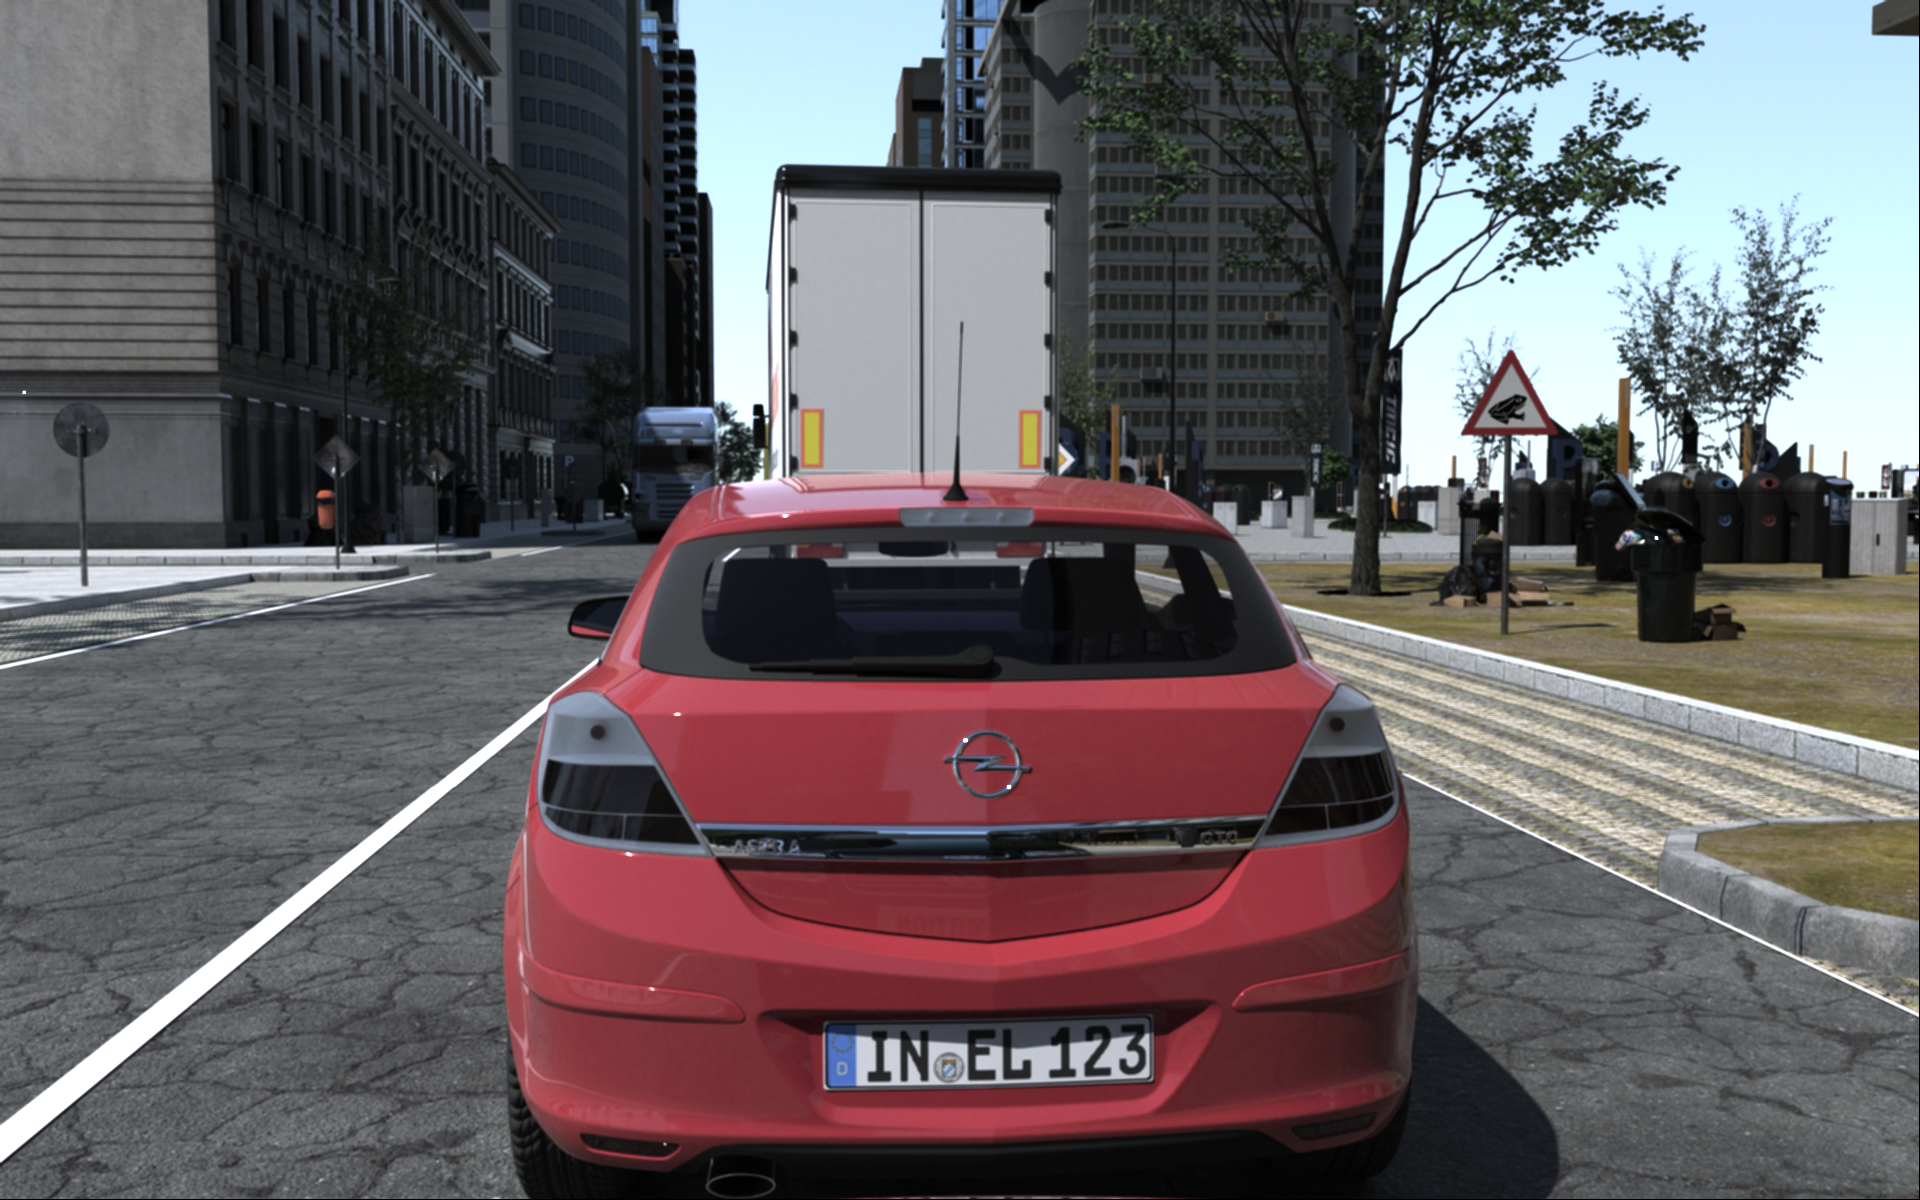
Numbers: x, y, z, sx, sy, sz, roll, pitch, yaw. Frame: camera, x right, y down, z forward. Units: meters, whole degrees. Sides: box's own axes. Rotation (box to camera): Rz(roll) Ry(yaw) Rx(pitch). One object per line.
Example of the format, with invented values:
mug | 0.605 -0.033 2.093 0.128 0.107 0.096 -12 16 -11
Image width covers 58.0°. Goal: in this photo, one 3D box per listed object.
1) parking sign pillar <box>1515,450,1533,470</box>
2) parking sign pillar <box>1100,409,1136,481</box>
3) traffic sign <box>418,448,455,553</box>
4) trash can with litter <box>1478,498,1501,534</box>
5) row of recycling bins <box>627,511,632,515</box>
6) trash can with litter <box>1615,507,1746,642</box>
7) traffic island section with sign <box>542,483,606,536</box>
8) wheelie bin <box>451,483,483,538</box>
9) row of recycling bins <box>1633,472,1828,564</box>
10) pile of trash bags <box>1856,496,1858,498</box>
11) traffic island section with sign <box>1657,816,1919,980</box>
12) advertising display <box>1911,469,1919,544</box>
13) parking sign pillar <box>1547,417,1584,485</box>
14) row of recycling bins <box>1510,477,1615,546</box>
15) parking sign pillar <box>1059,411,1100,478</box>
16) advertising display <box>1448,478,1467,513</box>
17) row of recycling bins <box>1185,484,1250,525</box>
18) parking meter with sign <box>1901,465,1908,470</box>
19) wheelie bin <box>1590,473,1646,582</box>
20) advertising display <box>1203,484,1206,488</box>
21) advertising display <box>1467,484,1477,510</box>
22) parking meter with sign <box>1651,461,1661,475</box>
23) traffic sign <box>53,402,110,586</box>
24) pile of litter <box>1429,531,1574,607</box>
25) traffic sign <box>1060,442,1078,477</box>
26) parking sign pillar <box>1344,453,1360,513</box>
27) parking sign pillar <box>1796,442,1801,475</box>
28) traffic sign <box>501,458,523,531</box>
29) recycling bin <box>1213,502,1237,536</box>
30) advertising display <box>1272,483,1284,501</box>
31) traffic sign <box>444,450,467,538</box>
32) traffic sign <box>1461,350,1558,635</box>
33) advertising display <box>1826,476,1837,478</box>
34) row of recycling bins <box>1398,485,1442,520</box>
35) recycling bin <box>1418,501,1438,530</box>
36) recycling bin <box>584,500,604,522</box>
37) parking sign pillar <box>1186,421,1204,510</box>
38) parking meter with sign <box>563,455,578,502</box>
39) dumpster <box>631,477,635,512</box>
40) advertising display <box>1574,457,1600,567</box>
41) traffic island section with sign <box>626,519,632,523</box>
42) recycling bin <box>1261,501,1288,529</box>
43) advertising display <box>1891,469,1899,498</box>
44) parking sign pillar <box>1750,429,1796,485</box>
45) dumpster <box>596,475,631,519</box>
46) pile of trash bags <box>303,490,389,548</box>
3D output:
parking sign pillar | 34.324 -7.158 105.511 1.447 3.967 1.447 -1 4 -13
parking sign pillar | 4.965 -4.047 54.644 1.447 3.967 1.447 -3 4 -36
traffic sign | -11.311 -2.067 37.434 0.795 2.450 0.064 0 4 -5
trash can with litter | 16.846 -2.681 55.225 0.624 1.170 1.055 2 4 25
row of recycling bins | -20.293 -6.215 108.728 1.069 1.692 3.534 -1 4 -16
trash can with litter | 6.352 -0.235 15.225 1.055 1.170 0.624 -2 4 -25
traffic island section with sign | -13.323 -3.134 59.868 1.989 1.847 2.006 0 4 -5
wheelie bin | -14.572 -2.656 51.335 0.693 1.594 0.980 3 5 41
row of recycling bins | 14.394 -1.529 32.115 3.534 1.692 1.069 0 4 -6
pile of trash bags | 34.219 -3.404 65.416 3.447 1.369 1.912 0 4 -5
traffic island section with sign | 3.532 0.171 5.832 1.989 1.847 2.006 0 4 -5
advertising display | 24.479 -2.374 44.025 0.974 1.923 0.123 2 4 33
parking sign pillar | 21.337 -4.432 60.933 1.447 3.967 1.447 -1 4 -14
row of recycling bins | 15.299 -2.226 43.509 3.534 1.692 1.069 -1 4 -19
parking sign pillar | 2.974 -3.782 50.307 1.447 3.967 1.447 3 4 37
advertising display | 19.949 -3.942 69.663 0.974 1.923 0.123 -3 5 -40
row of recycling bins | 10.815 -4.010 72.678 1.069 1.692 3.534 -3 4 -36
parking meter with sign | 57.275 -6.570 103.673 1.738 3.016 0.543 0 4 -6
wheelie bin | 9.698 -1.080 25.574 0.693 1.594 0.980 2 4 32
advertising display | 15.198 -6.303 108.273 0.123 1.923 0.974 0 4 -7
advertising display | 31.163 -6.168 106.061 0.974 1.923 0.123 1 4 11
parking meter with sign | 36.319 -5.700 89.450 0.543 3.016 1.738 0 4 -2
traffic sign | -12.185 -1.464 24.035 0.768 2.556 0.104 0 4 -1
pile of litter | 6.279 -0.371 20.024 1.719 0.858 1.176 0 4 7
traffic sign | 2.527 -2.612 42.805 0.768 2.556 0.104 0 4 -2
parking sign pillar | 26.137 -7.748 115.160 1.447 3.967 1.447 3 4 36
parking sign pillar | 43.141 -6.224 90.233 1.447 3.967 1.447 -1 4 -18
traffic sign | -15.638 -3.690 60.444 0.768 2.556 0.104 0 4 0
recycling bin | 8.197 -2.508 53.560 0.722 1.027 0.722 0 4 7
advertising display | 19.035 -6.020 103.643 0.123 1.923 0.974 -2 4 -28
traffic sign | -14.683 -3.066 50.233 0.768 2.556 0.104 0 4 5
traffic sign | 4.963 -0.961 15.713 0.884 2.594 0.081 0 4 -2
advertising display | 30.888 -3.444 61.522 0.123 1.923 0.974 0 4 7
row of recycling bins | 22.485 -4.719 84.271 1.069 1.692 3.534 -1 4 -17
recycling bin | 16.834 -3.014 61.838 0.722 1.027 0.722 -3 5 -44
recycling bin | -16.948 -4.135 80.161 0.722 1.027 0.722 0 4 7
parking sign pillar | 8.722 -4.642 64.367 1.447 3.967 1.447 1 4 19
parking meter with sign | -17.165 -4.913 76.583 0.543 3.016 1.738 -1 4 -19
dumpster | -18.720 -5.779 96.988 1.502 2.255 1.985 0 4 -5
advertising display | 11.148 -1.565 30.799 0.123 1.923 0.974 3 4 38
traffic island section with sign | -15.735 -4.803 87.161 1.989 1.847 2.006 0 4 -5
recycling bin | 11.697 -3.173 64.435 0.722 1.027 0.722 -1 4 -22
advertising display | 24.648 -2.462 45.466 0.123 1.923 0.974 3 5 43
parking sign pillar | 31.375 -4.842 67.632 1.447 3.967 1.447 -1 4 -14
dumpster | -18.064 -5.347 89.921 1.502 2.255 1.985 0 4 -5
pile of trash bags | -15.303 -2.021 42.801 1.912 1.369 3.447 0 4 -8
